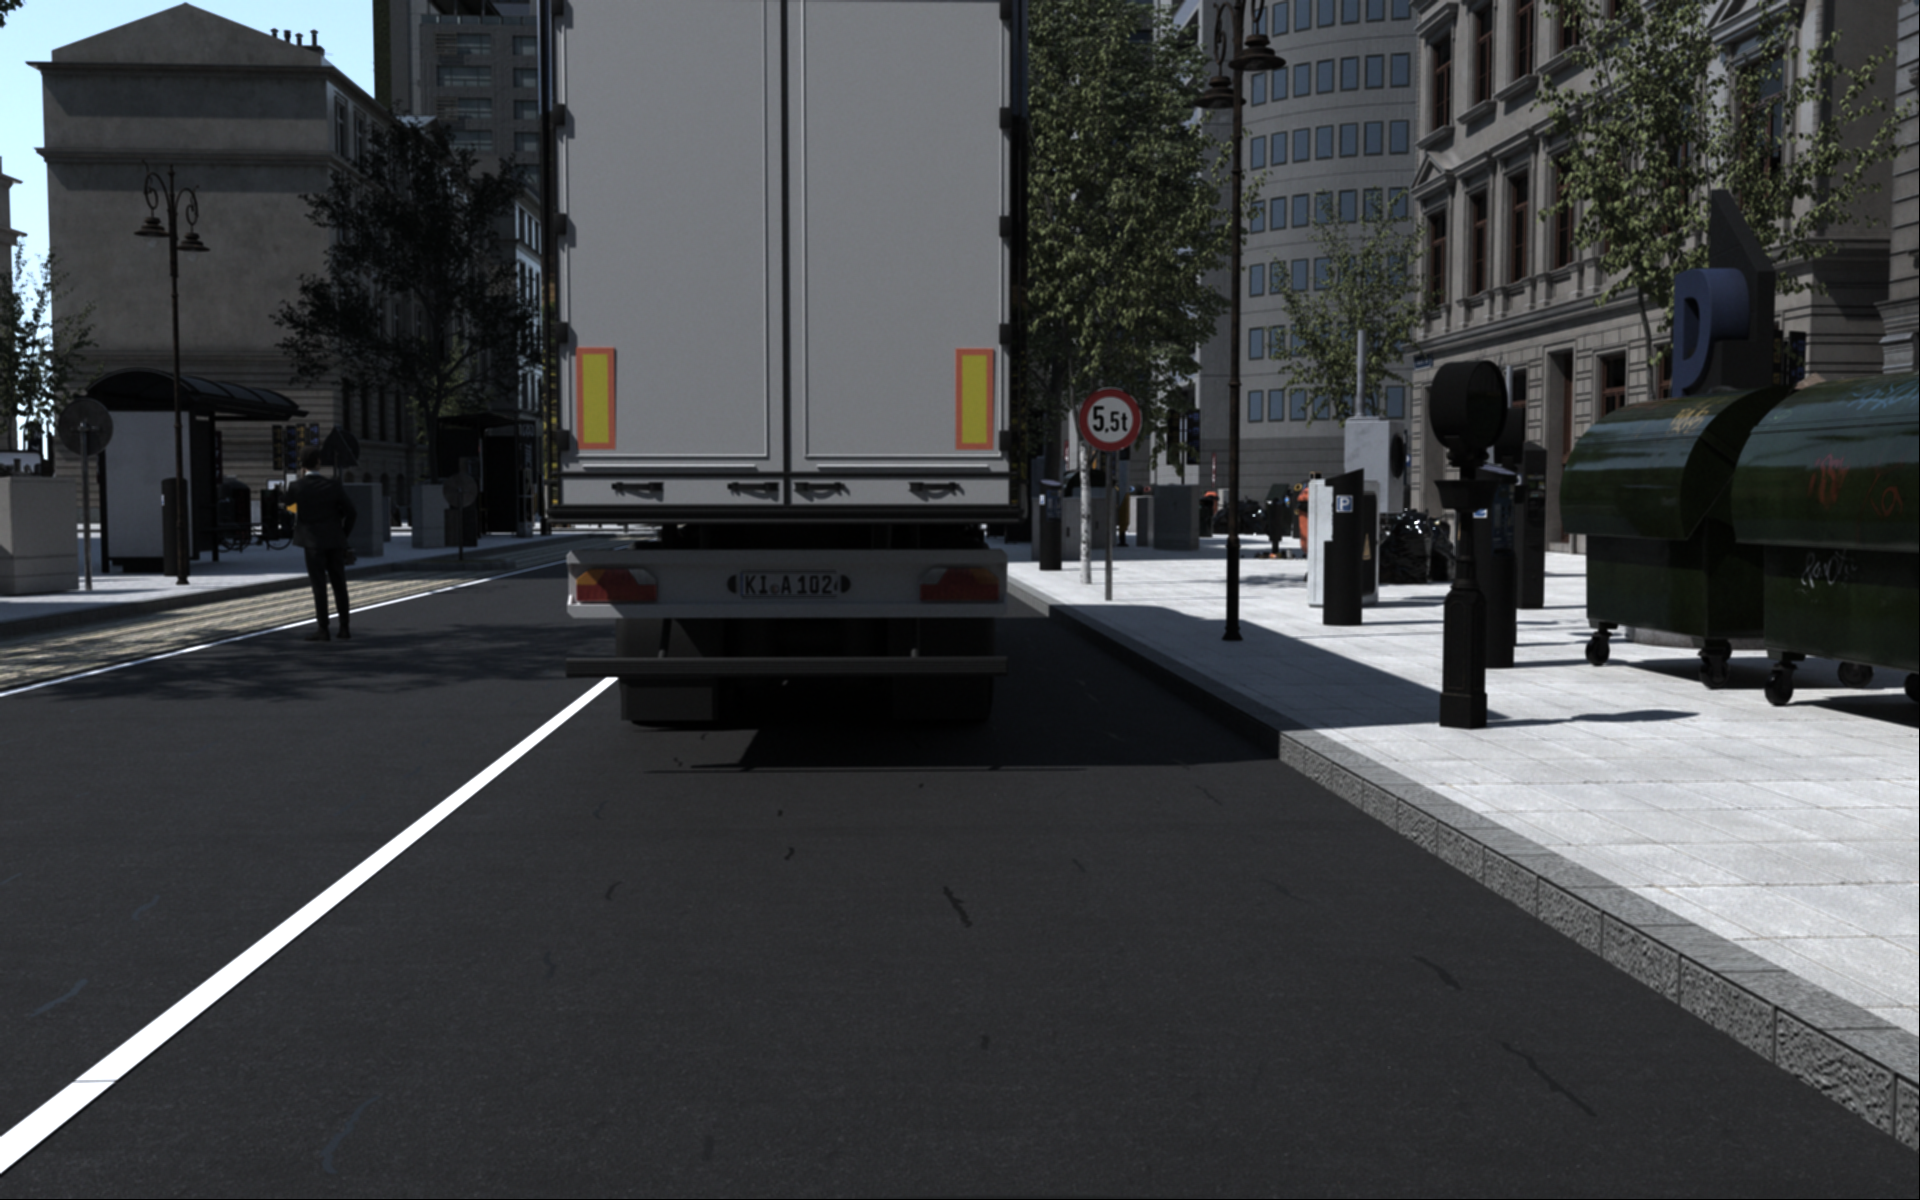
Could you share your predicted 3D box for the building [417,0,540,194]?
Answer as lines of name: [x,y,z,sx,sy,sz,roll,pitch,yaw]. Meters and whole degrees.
building: [-36.535,-28.262,145.679,14.154,41.232,14.086,0,4,-4]

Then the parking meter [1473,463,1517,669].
parking meter: [3.927,-0.271,12.850,0.372,1.533,0.369,0,3,0]

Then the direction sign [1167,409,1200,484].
direction sign: [5.947,-3.315,46.193,0.876,3.537,0.379,1,4,9]

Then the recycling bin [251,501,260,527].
recycling bin: [-27.859,-3.370,67.653,0.722,1.027,0.722,1,4,19]

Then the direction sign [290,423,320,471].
direction sign: [-20.837,-3.878,55.409,0.876,3.537,0.379,1,4,21]

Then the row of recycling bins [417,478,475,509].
row of recycling bins: [-13.326,-2.296,44.646,1.069,1.692,3.534,-2,4,-29]

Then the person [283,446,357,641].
person: [-6.280,-0.557,16.976,0.648,1.900,0.474,-3,5,-43]

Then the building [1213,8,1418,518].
building: [25.274,-33.383,87.818,28.212,58.520,21.231,0,4,-4]

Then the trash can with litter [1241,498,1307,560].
trash can with litter: [6.494,-1.450,34.767,1.678,1.210,2.233,1,4,18]

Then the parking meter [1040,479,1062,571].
parking meter: [1.526,-1.268,29.135,0.372,1.533,0.369,0,3,0]

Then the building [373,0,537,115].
building: [-41.973,-38.162,165.956,21.231,58.520,28.212,0,4,-4]

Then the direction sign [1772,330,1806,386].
direction sign: [11.431,-1.962,24.073,0.876,3.537,0.379,-2,4,-31]

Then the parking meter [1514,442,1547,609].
parking meter: [6.350,-0.834,19.345,0.255,1.863,0.399,0,4,-6]

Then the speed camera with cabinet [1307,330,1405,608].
speed camera with cabinet: [4.663,-1.585,20.249,0.660,3.252,2.038,2,4,29]

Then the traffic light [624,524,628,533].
traffic light: [-11.074,-4.187,57.382,0.839,4.253,0.868,0,4,-4]

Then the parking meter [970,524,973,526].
parking meter: [0.337,-2.933,56.365,0.372,1.533,0.369,0,3,0]

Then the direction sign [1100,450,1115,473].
direction sign: [6.270,-4.994,73.645,0.876,3.537,0.379,-3,5,-41]

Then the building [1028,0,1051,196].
building: [14.555,-33.152,165.737,21.300,48.544,21.600,0,4,-4]

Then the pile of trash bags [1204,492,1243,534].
pile of trash bags: [9.699,-2.824,55.933,1.912,1.369,3.447,3,5,44]

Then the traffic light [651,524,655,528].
traffic light: [-11.587,-4.675,65.350,0.839,4.253,0.868,0,4,-4]

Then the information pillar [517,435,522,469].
information pillar: [-16.450,-4.505,65.007,0.504,3.616,0.183,-3,5,-40]

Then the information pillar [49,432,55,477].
information pillar: [-34.245,-4.528,65.382,0.183,3.616,0.504,-1,4,-18]

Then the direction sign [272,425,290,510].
direction sign: [-22.256,-3.983,57.121,0.379,3.537,0.876,2,4,32]

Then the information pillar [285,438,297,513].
information pillar: [-27.432,-4.868,70.950,0.504,3.616,0.183,0,4,6]

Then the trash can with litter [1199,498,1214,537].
trash can with litter: [7.199,-2.441,51.297,0.624,1.170,1.055,0,4,5]

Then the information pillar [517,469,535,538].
information pillar: [-12.744,-2.830,50.764,0.304,2.012,0.304,3,4,36]

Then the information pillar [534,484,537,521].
information pillar: [-20.419,-5.605,82.988,0.183,3.616,0.504,-2,4,-31]

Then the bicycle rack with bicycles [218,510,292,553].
bicycle rack with bicycles: [-16.844,-1.558,38.851,2.925,0.926,2.852,0,4,-2]

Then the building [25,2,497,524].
building: [-33.430,-16.655,91.391,14.460,24.649,34.723,0,4,-4]

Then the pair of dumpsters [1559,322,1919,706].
pair of dumpsters: [5.434,-0.515,10.913,1.574,2.255,4.437,0,4,-4]

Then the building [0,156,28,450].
building: [-57.975,-14.513,79.089,24.055,21.916,13.314,0,4,-4]

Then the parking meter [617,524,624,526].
parking meter: [-13.718,-3.942,70.170,0.399,1.863,0.255,1,4,8]

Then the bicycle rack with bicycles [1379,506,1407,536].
bicycle rack with bicycles: [13.197,-2.361,51.986,2.925,0.926,2.852,3,5,45]

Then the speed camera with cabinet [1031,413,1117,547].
speed camera with cabinet: [2.794,-2.939,42.388,2.038,3.252,0.660,1,4,23]

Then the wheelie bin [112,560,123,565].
wheelie bin: [-15.062,-1.436,31.389,0.693,1.594,0.980,0,4,4]

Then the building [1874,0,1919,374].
building: [18.936,-10.252,16.779,9.793,20.994,18.267,0,4,-4]

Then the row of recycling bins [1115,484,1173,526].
row of recycling bins: [7.310,-3.788,69.050,3.534,1.692,1.069,3,5,41]

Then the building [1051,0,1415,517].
building: [16.986,-35.508,122.560,21.231,58.520,28.212,0,4,-4]

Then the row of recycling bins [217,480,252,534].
row of recycling bins: [-22.417,-2.792,52.770,1.069,1.692,3.534,-2,4,-33]

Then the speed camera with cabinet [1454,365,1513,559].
speed camera with cabinet: [8.330,-2.024,27.435,0.660,3.252,2.038,0,4,5]

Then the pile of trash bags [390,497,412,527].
pile of trash bags: [-21.134,-3.562,67.985,3.447,1.369,1.912,0,4,-5]

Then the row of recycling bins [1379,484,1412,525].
row of recycling bins: [18.260,-3.807,69.361,3.534,1.692,1.069,0,4,-6]

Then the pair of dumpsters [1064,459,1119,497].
pair of dumpsters: [3.447,-2.839,48.916,1.574,2.255,4.437,0,4,-3]

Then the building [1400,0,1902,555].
building: [17.986,-12.305,37.348,11.583,22.565,21.152,0,4,-4]

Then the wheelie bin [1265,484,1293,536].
wheelie bin: [9.716,-2.735,52.627,0.693,1.594,0.980,-3,5,-41]

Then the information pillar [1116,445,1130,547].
information pillar: [4.009,-3.114,42.269,0.183,3.616,0.504,-1,4,-18]

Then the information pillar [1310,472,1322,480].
information pillar: [11.995,-3.298,58.413,0.304,2.012,0.304,-1,4,-17]

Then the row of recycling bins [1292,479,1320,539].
row of recycling bins: [10.029,-2.543,48.690,1.069,1.692,3.534,0,4,3]

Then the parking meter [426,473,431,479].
parking meter: [-14.833,-2.625,48.635,0.255,1.863,0.399,-1,4,-9]

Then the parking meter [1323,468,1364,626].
parking meter: [3.754,-0.523,16.959,0.372,1.533,0.369,0,3,0]

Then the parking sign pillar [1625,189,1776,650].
parking sign pillar: [6.504,-1.611,14.807,1.447,3.967,1.447,0,4,7]

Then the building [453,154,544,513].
building: [-36.343,-17.786,124.086,16.112,22.955,30.059,0,4,-4]

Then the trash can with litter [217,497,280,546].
trash can with litter: [-18.134,-1.976,43.359,2.233,1.210,1.678,1,4,18]

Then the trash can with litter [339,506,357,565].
trash can with litter: [-11.253,-1.200,31.014,0.624,1.170,1.055,0,4,2]

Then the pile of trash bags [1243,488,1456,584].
pile of trash bags: [5.827,-0.935,25.047,1.912,1.369,3.447,3,4,39]

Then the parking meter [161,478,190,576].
parking meter: [-12.266,-1.142,27.086,0.372,1.533,0.369,0,3,0]
